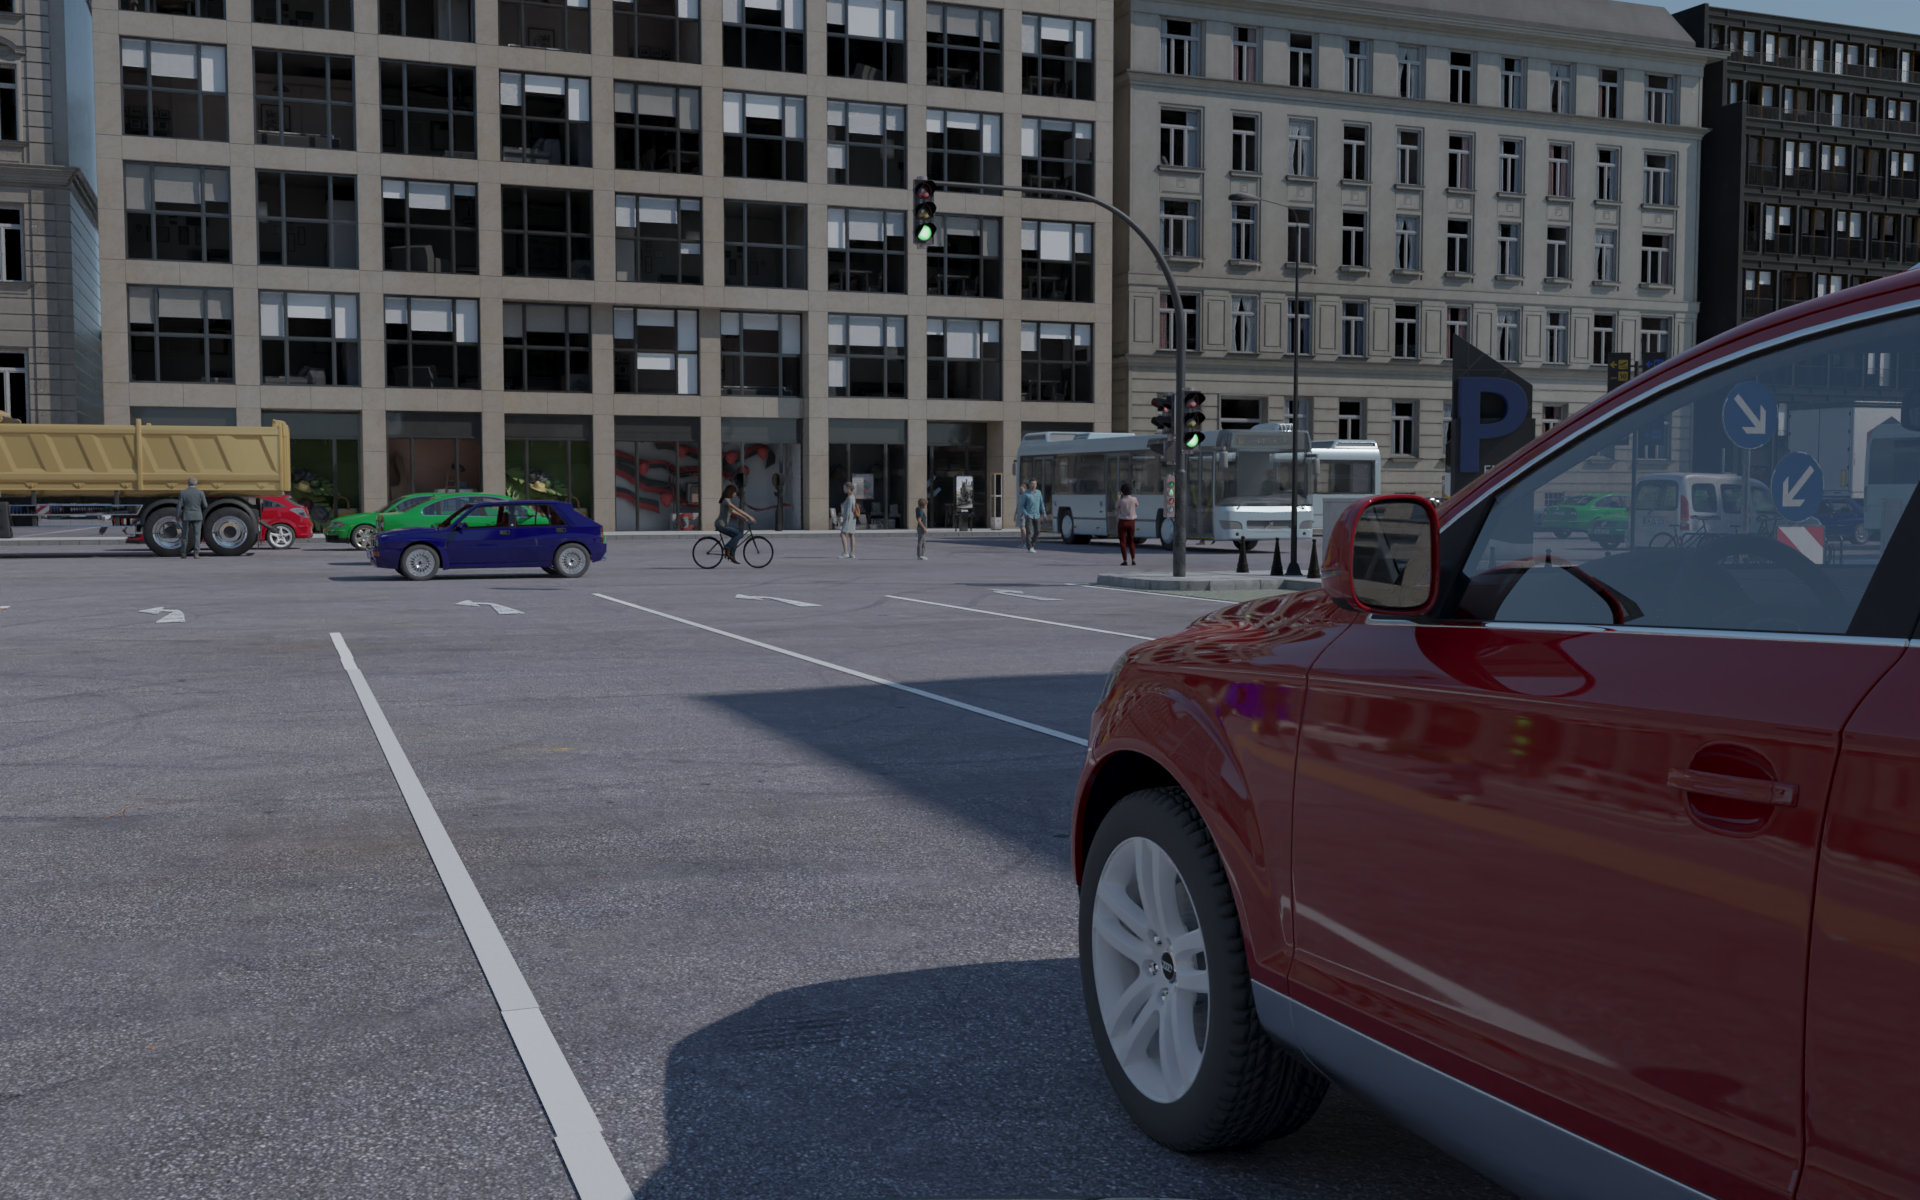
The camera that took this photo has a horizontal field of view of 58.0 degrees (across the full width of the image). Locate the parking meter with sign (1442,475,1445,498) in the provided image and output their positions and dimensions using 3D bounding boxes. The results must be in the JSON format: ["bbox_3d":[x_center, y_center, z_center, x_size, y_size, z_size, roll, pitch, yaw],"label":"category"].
[{"bbox_3d":[19.566,-4.448,68.991,1.738,3.016,0.543,0,4,-4],"label":"parking meter with sign"}]

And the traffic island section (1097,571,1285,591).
[{"bbox_3d":[3.409,-0.282,26.897,2.009,0.180,2.903,-1,4,-22],"label":"traffic island section"}]

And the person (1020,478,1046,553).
[{"bbox_3d":[1.759,-2.074,42.431,0.660,1.820,0.620,-2,4,-32],"label":"person"}]

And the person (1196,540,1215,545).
[{"bbox_3d":[6.973,-2.486,49.064,0.836,1.842,0.656,-2,4,-29],"label":"person"}]

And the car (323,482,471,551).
[{"bbox_3d":[-14.019,-2.209,44.907,4.718,1.807,1.959,-1,4,-22],"label":"car"}]

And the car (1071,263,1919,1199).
[{"bbox_3d":[1.909,0.372,2.598,2.281,1.827,5.304,-1,4,-20],"label":"car"}]

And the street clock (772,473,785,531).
[{"bbox_3d":[-6.242,-3.363,59.560,0.358,2.002,0.471,-3,5,-43],"label":"street clock"}]

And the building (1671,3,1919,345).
[{"bbox_3d":[39.470,-15.628,85.202,15.834,23.373,12.332,-1,4,-22],"label":"building"}]

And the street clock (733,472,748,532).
[{"bbox_3d":[-7.319,-3.257,57.816,0.471,2.002,0.358,-1,4,-11],"label":"street clock"}]

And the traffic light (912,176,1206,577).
[{"bbox_3d":[1.458,-3.131,25.857,4.771,5.953,1.251,-1,4,-22],"label":"traffic light"}]

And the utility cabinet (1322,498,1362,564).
[{"bbox_3d":[6.147,-0.965,26.932,0.306,1.237,1.020,-3,5,-45],"label":"utility cabinet"}]

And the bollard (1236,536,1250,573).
[{"bbox_3d":[4.614,-0.747,28.256,0.229,0.601,0.229,0,3,0],"label":"bollard"}]

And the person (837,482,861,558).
[{"bbox_3d":[-2.480,-1.789,38.748,0.522,1.701,0.512,0,4,-2],"label":"person"}]

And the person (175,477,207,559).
[{"bbox_3d":[-17.061,-1.821,38.441,0.661,1.801,0.590,-2,4,-29],"label":"person"}]

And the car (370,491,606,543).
[{"bbox_3d":[-9.779,-1.665,36.024,4.718,1.807,1.959,-1,4,-22],"label":"car"}]

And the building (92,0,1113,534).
[{"bbox_3d":[-13.677,-16.055,67.011,34.151,26.468,19.350,-1,4,-22],"label":"building"}]

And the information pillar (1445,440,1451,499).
[{"bbox_3d":[19.045,-4.632,67.089,0.504,3.616,0.183,0,4,5],"label":"information pillar"}]

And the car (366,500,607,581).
[{"bbox_3d":[-8.121,-1.048,29.722,3.894,1.354,1.945,-2,4,-23],"label":"car"}]

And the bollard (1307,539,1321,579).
[{"bbox_3d":[5.383,-0.629,26.332,0.229,0.601,0.229,0,3,0],"label":"bollard"}]

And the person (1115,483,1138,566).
[{"bbox_3d":[3.323,-1.517,34.756,0.517,1.644,0.566,2,4,31],"label":"person"}]

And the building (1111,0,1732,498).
[{"bbox_3d":[17.035,-15.010,78.695,30.059,22.955,16.112,-1,4,-22],"label":"building"}]

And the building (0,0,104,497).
[{"bbox_3d":[-40.318,-15.650,53.138,25.104,27.353,12.463,-1,4,-22],"label":"building"}]

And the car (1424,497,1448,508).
[{"bbox_3d":[16.849,-2.993,61.516,3.894,1.354,1.945,-1,4,-23],"label":"car"}]

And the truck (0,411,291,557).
[{"bbox_3d":[-20.532,-2.665,39.499,9.791,3.379,3.469,-1,4,-20],"label":"truck"}]

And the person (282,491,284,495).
[{"bbox_3d":[-19.262,-2.465,48.901,0.679,1.850,0.850,3,4,37],"label":"person"}]

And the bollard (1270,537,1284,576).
[{"bbox_3d":[4.997,-0.688,27.292,0.229,0.601,0.229,0,3,0],"label":"bollard"}]

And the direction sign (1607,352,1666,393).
[{"bbox_3d":[10.801,-2.186,27.743,0.876,3.537,0.379,1,4,9],"label":"direction sign"}]

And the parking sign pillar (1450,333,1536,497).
[{"bbox_3d":[8.897,-2.474,28.928,1.447,3.967,1.447,0,4,6],"label":"parking sign pillar"}]

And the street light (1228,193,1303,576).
[{"bbox_3d":[4.777,-3.334,27.054,1.470,5.913,1.316,-1,4,-22],"label":"street light"}]

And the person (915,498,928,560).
[{"bbox_3d":[-0.809,-1.545,37.674,0.340,1.345,0.435,-1,4,-18],"label":"person"}]

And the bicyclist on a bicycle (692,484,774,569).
[{"bbox_3d":[-4.342,-1.415,33.158,1.625,1.676,1.499,-1,4,-22],"label":"bicyclist on a bicycle"}]

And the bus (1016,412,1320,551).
[{"bbox_3d":[5.331,-3.171,46.705,2.948,3.499,13.247,-1,4,-22],"label":"bus"}]

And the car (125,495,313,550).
[{"bbox_3d":[-19.135,-2.187,44.805,4.494,1.783,2.155,-1,4,-21],"label":"car"}]

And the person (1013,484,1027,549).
[{"bbox_3d":[1.670,-2.222,45.836,0.512,1.701,0.522,3,5,45],"label":"person"}]

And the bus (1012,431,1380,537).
[{"bbox_3d":[7.689,-3.821,57.328,13.247,3.499,2.948,-2,4,-23],"label":"bus"}]

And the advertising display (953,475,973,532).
[{"bbox_3d":[0.119,-3.309,59.310,0.123,1.923,0.974,3,4,38],"label":"advertising display"}]

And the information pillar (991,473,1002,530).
[{"bbox_3d":[1.286,-3.472,61.265,0.304,2.012,0.304,-2,4,-28],"label":"information pillar"}]
